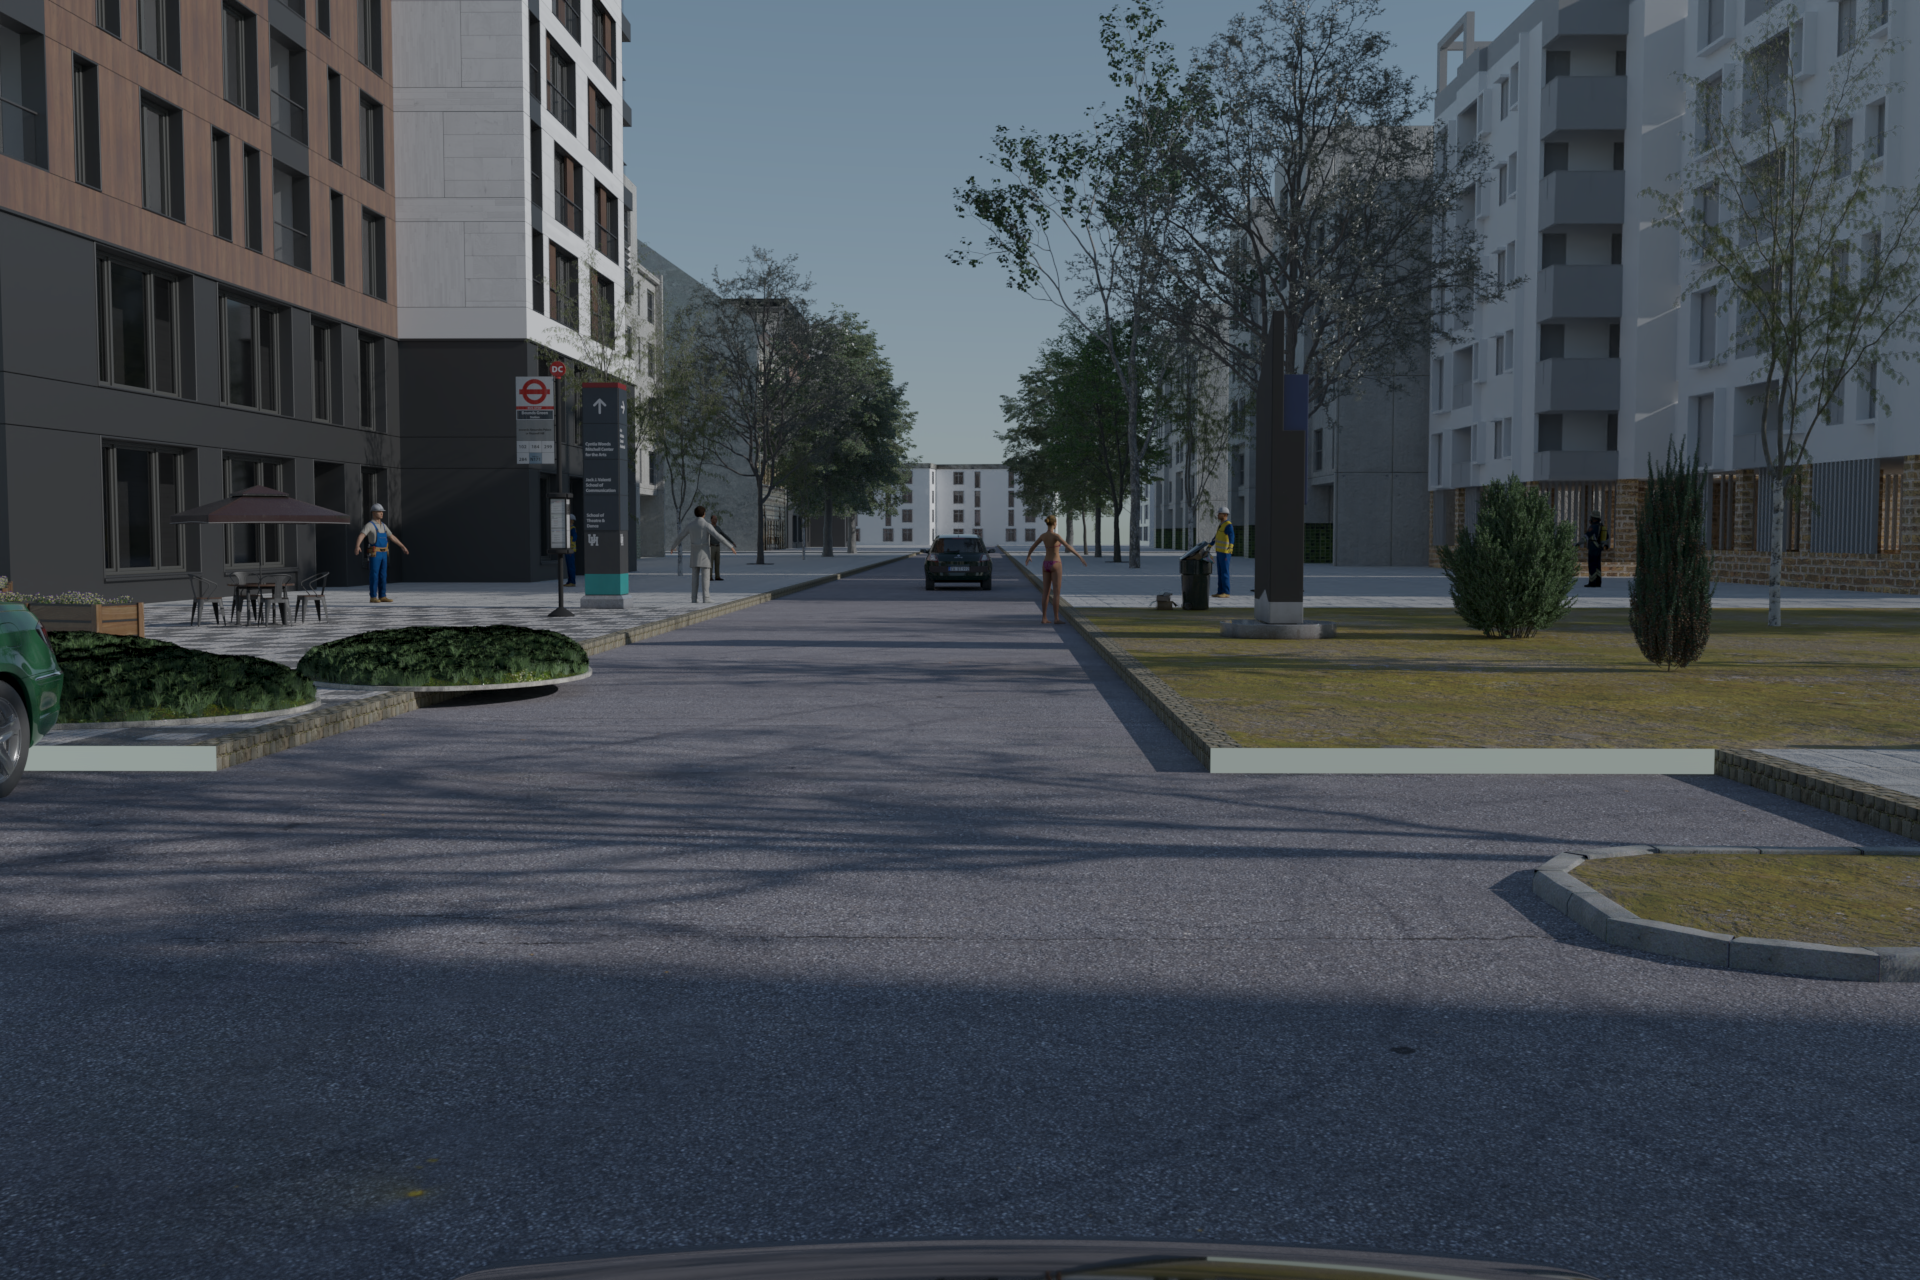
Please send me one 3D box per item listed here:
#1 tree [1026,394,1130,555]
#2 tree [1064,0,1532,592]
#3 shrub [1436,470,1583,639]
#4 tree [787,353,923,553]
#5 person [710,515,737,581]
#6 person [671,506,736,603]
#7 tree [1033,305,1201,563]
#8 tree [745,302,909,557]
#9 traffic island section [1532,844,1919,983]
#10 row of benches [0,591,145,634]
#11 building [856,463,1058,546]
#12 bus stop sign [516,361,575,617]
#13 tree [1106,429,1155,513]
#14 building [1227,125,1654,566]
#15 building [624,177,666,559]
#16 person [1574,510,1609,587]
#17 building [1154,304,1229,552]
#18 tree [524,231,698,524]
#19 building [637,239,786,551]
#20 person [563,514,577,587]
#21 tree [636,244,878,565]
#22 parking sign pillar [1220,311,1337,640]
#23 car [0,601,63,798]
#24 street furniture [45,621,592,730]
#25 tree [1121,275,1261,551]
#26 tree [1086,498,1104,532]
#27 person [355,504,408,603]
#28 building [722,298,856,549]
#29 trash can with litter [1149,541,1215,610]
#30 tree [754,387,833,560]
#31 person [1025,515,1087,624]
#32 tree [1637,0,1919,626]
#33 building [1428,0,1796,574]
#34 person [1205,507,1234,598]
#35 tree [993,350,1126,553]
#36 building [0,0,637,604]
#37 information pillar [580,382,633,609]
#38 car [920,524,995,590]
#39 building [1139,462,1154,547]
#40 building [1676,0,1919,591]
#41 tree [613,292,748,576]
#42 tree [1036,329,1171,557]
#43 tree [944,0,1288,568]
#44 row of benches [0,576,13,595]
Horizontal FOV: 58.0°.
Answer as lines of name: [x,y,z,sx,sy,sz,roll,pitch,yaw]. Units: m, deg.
tree: [7.454,-10.537,106.689,7.601,10.594,8.767,1,4,12]
tree: [7.111,-7.800,37.897,12.009,13.543,11.850,0,3,0]
shrub: [6.801,-1.064,21.442,1.661,2.075,1.752,0,3,0]
tree: [-7.263,-12.711,114.478,9.857,13.997,8.962,0,3,0]
person: [-6.734,-2.525,47.552,1.348,1.796,0.705,-3,5,-44]
person: [-4.818,-1.594,32.256,1.347,1.806,0.705,1,4,18]
tree: [7.105,-9.311,77.984,9.928,11.665,9.643,0,3,0]
tree: [-7.446,-11.656,97.232,9.857,13.997,8.962,0,3,0]
traffic island section: [3.271,1.000,6.514,1.991,0.108,1.994,0,4,2]
row of benches: [-10.823,-0.224,19.123,4.104,0.672,1.422,1,4,21]
building: [-2.726,-15.940,205.222,28.070,9.664,9.099,1,4,10]
bus stop sign: [-6.426,-2.332,26.831,0.855,3.939,0.416,0,3,0]
tree: [20.838,-17.755,200.662,12.009,13.543,11.850,0,3,0]
building: [23.507,-13.287,83.694,16.747,18.905,31.486,0,4,1]
building: [-24.857,-13.073,80.205,16.747,18.905,31.486,0,4,0]
person: [15.272,-2.198,41.722,1.354,1.856,0.705,-3,4,-37]
building: [25.844,-16.818,141.426,16.747,18.905,31.486,0,4,1]
tree: [-9.028,-5.670,43.060,4.360,8.622,3.978,0,3,0]
building: [-24.031,-18.700,136.681,19.493,23.208,18.063,0,4,0]
person: [-9.594,-2.190,42.270,0.721,1.772,1.216,-2,4,-27]
tree: [-8.326,-9.929,72.701,12.009,13.543,11.850,0,3,0]
parking sign pillar: [3.990,-2.028,21.627,1.447,3.967,1.447,0,4,1]
car: [-6.121,0.232,7.997,2.131,1.459,4.920,0,4,1]
street furniture: [-8.264,0.099,14.010,10.072,0.657,5.734,0,4,-4]
tree: [6.231,-5.993,48.349,4.360,8.622,3.978,0,3,0]
tree: [16.750,-15.779,208.349,4.360,8.622,3.978,0,3,0]
person: [-10.869,-1.623,32.398,0.705,1.847,1.347,2,4,24]
building: [-25.184,-19.739,166.709,27.936,21.610,32.646,0,4,1]
trash can with litter: [3.737,-1.088,29.181,1.055,1.170,0.624,0,4,0]
tree: [-7.581,-8.309,86.216,4.360,8.622,3.978,0,3,0]
person: [1.515,-1.128,27.709,1.217,1.733,0.721,3,5,41]
tree: [11.154,-4.505,24.015,4.360,8.622,3.978,0,3,0]
building: [22.947,-12.713,64.278,16.016,20.090,11.380,0,4,1]
person: [5.284,-1.773,34.950,0.705,1.833,1.349,-1,4,-12]
tree: [7.307,-12.859,116.895,9.857,13.997,8.962,0,3,0]
building: [-25.294,-12.181,43.138,27.936,21.610,32.646,0,4,1]
information pillar: [-6.119,-2.480,29.920,0.750,3.857,0.750,0,4,2]
car: [-0.055,-2.182,45.462,2.009,1.686,4.222,0,4,-1]
building: [23.556,-14.232,174.834,9.099,9.664,28.070,0,4,1]
building: [25.133,-11.600,46.086,16.016,20.090,11.380,0,4,1]
tree: [-8.607,-6.277,52.989,4.360,8.622,3.978,0,3,0]
tree: [7.882,-10.814,94.928,7.486,12.596,7.792,0,3,0]
tree: [5.633,-12.679,63.190,12.611,20.169,13.585,0,3,0]
row of benches: [-14.118,-0.590,25.105,1.422,0.672,4.104,-2,4,-28]
